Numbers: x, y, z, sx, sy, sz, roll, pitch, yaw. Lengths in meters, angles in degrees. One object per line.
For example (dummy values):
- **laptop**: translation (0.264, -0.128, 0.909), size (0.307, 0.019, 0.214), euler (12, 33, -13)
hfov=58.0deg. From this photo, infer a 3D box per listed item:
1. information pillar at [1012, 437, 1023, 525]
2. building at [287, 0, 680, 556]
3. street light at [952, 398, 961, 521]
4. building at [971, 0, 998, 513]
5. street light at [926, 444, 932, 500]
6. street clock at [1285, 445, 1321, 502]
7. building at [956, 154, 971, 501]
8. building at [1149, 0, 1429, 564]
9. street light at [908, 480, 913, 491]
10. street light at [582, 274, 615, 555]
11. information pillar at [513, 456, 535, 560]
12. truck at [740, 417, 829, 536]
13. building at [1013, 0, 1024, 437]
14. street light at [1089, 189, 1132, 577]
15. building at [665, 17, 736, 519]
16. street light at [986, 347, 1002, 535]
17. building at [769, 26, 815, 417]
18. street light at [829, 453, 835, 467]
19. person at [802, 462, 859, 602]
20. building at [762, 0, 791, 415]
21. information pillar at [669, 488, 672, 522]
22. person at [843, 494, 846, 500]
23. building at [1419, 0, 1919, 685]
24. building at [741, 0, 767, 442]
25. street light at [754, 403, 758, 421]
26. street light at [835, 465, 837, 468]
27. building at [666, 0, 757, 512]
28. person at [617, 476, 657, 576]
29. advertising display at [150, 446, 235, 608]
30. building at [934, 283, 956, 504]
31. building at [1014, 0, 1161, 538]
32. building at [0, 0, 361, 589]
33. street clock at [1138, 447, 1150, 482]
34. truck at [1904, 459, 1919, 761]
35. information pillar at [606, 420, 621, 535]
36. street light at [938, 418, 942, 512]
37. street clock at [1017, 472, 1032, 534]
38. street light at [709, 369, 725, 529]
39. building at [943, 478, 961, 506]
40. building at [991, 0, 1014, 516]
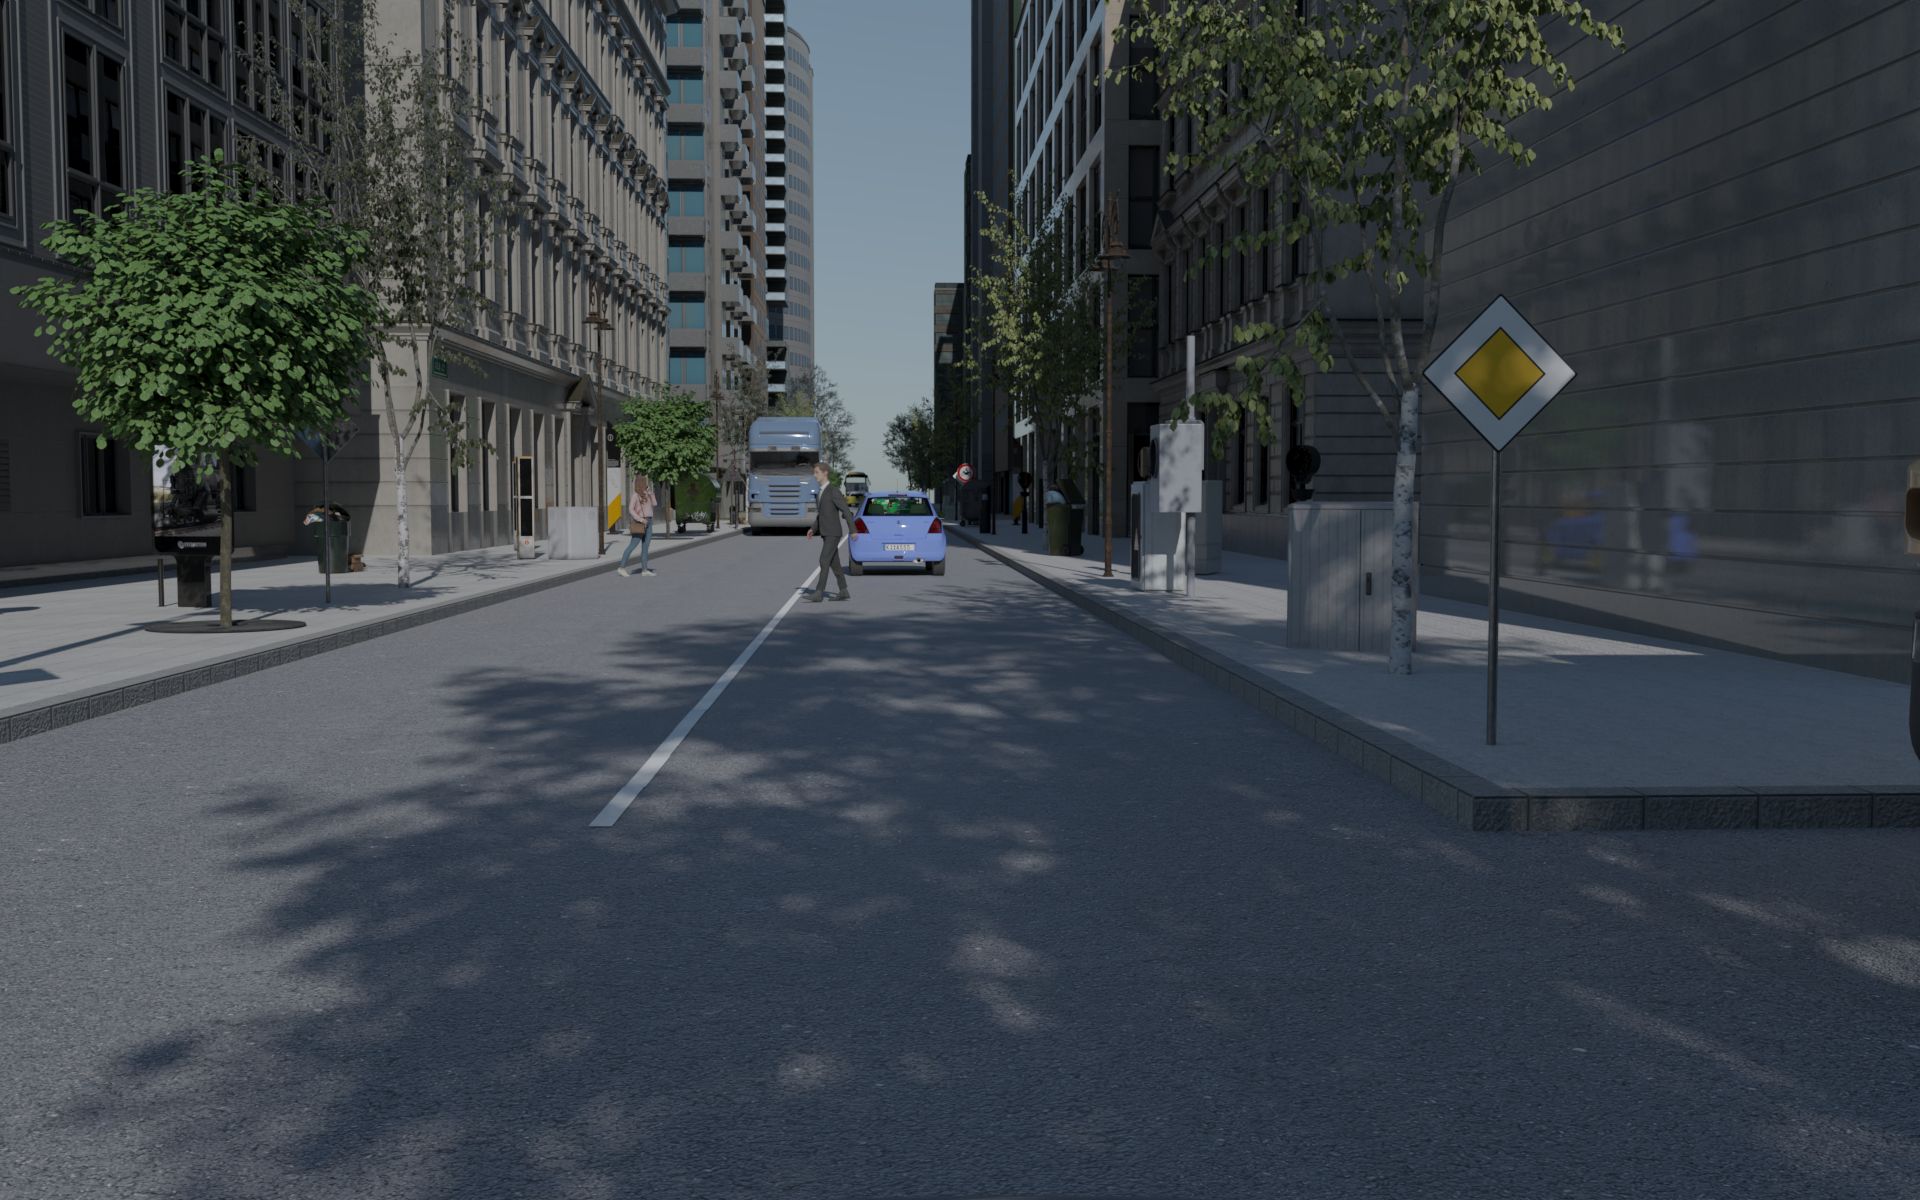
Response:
- **information pillar**: translation (2.365, -4.877, 71.090), size (0.504, 3.616, 0.183), euler (3, 5, 44)
- **building**: translation (-19.838, -17.113, 56.210), size (17.030, 29.872, 44.131), euler (0, 4, -3)
- **street light**: translation (-0.174, -6.771, 83.500), size (0.468, 5.910, 1.993), euler (0, 4, -3)
- **building**: translation (11.293, -35.868, 128.443), size (21.231, 58.520, 28.212), euler (0, 4, -3)
- **street light**: translation (-2.355, -9.743, 132.081), size (0.468, 5.910, 1.993), euler (0, 4, -3)
- **street clock**: translation (5.056, -1.284, 25.570), size (0.358, 2.002, 0.471), euler (-3, 5, -45)
- **building**: translation (7.259, -23.154, 150.262), size (14.160, 30.474, 14.107), euler (0, 4, -3)
- **building**: translation (10.657, -10.749, 40.371), size (10.561, 19.102, 19.286), euler (0, 4, -3)
- **street light**: translation (-7.211, -16.520, 242.891), size (0.468, 5.910, 1.993), euler (0, 4, -3)
- **street light**: translation (-7.589, -3.897, 36.500), size (0.468, 5.910, 1.993), euler (0, 4, -3)
- **information pillar**: translation (-8.521, -1.800, 33.930), size (0.304, 2.012, 0.304), euler (-2, 4, -23)
- **truck**: translation (-6.317, -4.689, 66.423), size (2.967, 4.110, 18.799), euler (0, 4, -3)
- **building**: translation (9.766, -25.076, 93.586), size (14.154, 41.232, 14.086), euler (0, 4, -3)
- **street light**: translation (2.296, -3.295, 26.667), size (0.468, 5.910, 1.993), euler (0, 4, -3)
- **building**: translation (-29.019, -24.619, 94.395), size (32.217, 40.220, 23.993), euler (0, 4, -3)
- **street light**: translation (1.070, -5.005, 54.614), size (0.468, 5.910, 1.993), euler (0, 4, -3)
- **building**: translation (-29.158, -41.138, 214.607), size (21.231, 58.520, 28.212), euler (0, 4, -3)
- **street light**: translation (-14.784, -13.687, 196.565), size (0.468, 5.910, 1.993), euler (0, 4, -3)
- **person**: translation (-1.792, -0.900, 22.999), size (0.755, 1.850, 0.659), euler (-2, 4, -26)
- **building**: translation (-28.118, -53.262, 183.512), size (22.319, 86.520, 31.000), euler (0, 4, -3)
- **information pillar**: translation (-13.534, -5.418, 79.946), size (0.183, 3.616, 0.504), euler (1, 4, 19)
- **person**: translation (-10.544, -8.869, 156.759), size (0.557, 1.426, 1.065), euler (1, 4, 22)
- **building**: translation (20.859, -14.618, 16.494), size (29.804, 29.767, 11.434), euler (0, 4, -3)
- **building**: translation (-23.570, -30.207, 143.988), size (14.600, 45.320, 14.200), euler (0, 4, -3)
- **street light**: translation (-9.961, -6.900, 85.600), size (0.468, 5.910, 1.993), euler (0, 4, -3)
- **street light**: translation (-16.096, -15.421, 224.926), size (0.468, 5.910, 1.993), euler (0, 4, -3)
- **building**: translation (-26.070, -30.694, 121.456), size (23.786, 49.044, 30.456), euler (0, 4, -3)
- **person**: translation (-5.630, -1.289, 30.172), size (0.643, 1.750, 0.593), euler (1, 4, 18)
- **advertising display**: translation (-8.683, -0.880, 19.596), size (0.974, 1.923, 0.123), euler (1, 4, 11)
- **building**: translation (3.372, -28.441, 236.713), size (14.160, 30.474, 14.107), euler (0, 4, -3)
- **building**: translation (13.006, -16.070, 67.262), size (19.350, 26.468, 34.151), euler (0, 4, -3)
- **building**: translation (-18.275, -13.962, 21.789), size (14.314, 27.812, 24.014), euler (0, 4, -3)
- **street clock**: translation (2.930, -1.358, 26.771), size (0.358, 2.002, 0.471), euler (-1, 4, -15)
- **truck**: translation (8.248, -0.986, 5.031), size (11.283, 4.237, 2.839), euler (0, 4, -1)
- **information pillar**: translation (-10.919, -3.870, 54.629), size (0.504, 3.616, 0.183), euler (2, 4, 28)
- **street light**: translation (-1.135, -7.983, 103.314), size (0.468, 5.910, 1.993), euler (0, 4, -3)
- **street clock**: translation (2.089, -3.137, 55.862), size (0.471, 2.002, 0.358), euler (0, 4, 5)
- **street light**: translation (-8.976, -5.582, 64.061), size (0.468, 5.910, 1.993), euler (0, 4, -3)
- **building**: translation (14.181, -32.170, 217.860), size (32.217, 40.220, 23.993), euler (0, 4, -3)
- **building**: translation (9.374, -27.979, 107.574), size (14.600, 45.320, 14.200), euler (0, 4, -3)
